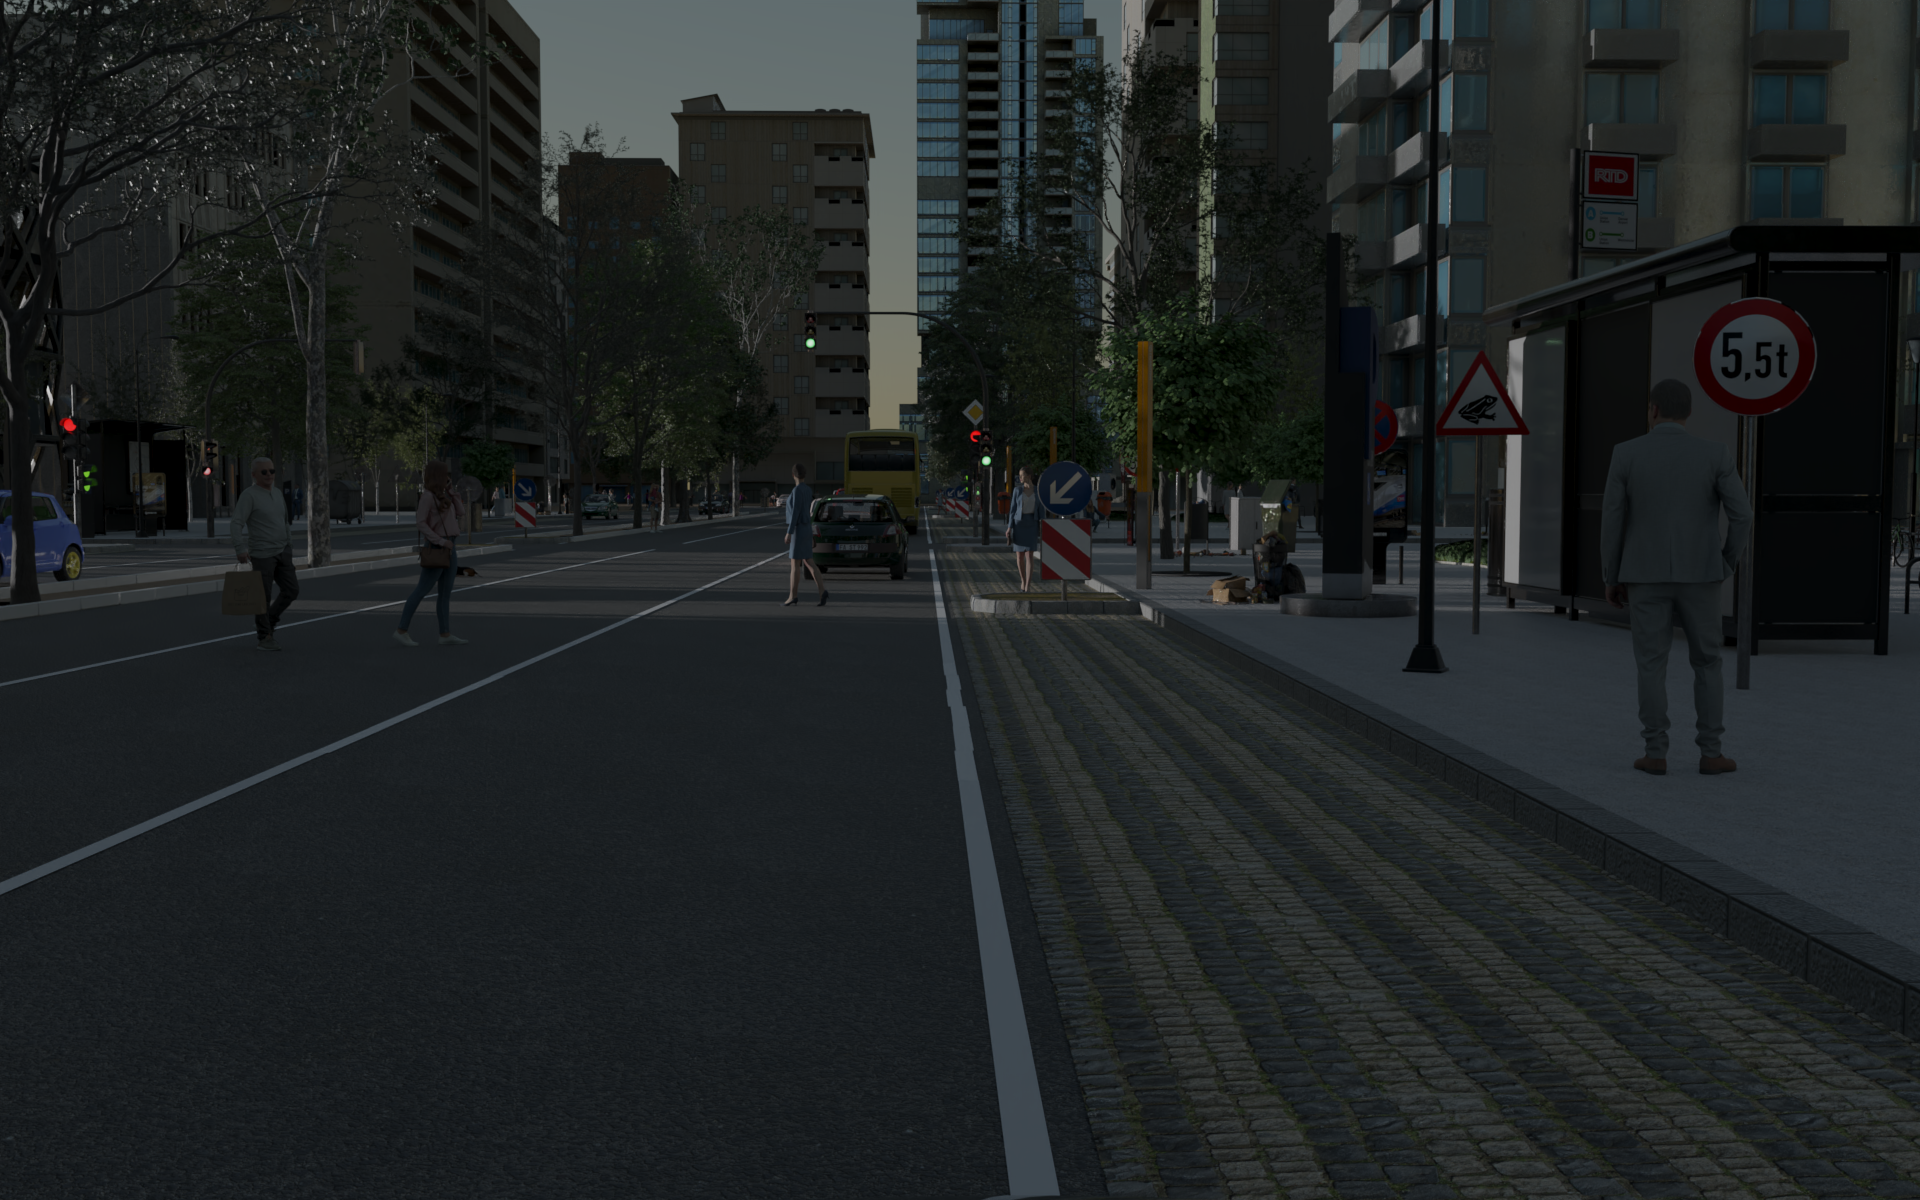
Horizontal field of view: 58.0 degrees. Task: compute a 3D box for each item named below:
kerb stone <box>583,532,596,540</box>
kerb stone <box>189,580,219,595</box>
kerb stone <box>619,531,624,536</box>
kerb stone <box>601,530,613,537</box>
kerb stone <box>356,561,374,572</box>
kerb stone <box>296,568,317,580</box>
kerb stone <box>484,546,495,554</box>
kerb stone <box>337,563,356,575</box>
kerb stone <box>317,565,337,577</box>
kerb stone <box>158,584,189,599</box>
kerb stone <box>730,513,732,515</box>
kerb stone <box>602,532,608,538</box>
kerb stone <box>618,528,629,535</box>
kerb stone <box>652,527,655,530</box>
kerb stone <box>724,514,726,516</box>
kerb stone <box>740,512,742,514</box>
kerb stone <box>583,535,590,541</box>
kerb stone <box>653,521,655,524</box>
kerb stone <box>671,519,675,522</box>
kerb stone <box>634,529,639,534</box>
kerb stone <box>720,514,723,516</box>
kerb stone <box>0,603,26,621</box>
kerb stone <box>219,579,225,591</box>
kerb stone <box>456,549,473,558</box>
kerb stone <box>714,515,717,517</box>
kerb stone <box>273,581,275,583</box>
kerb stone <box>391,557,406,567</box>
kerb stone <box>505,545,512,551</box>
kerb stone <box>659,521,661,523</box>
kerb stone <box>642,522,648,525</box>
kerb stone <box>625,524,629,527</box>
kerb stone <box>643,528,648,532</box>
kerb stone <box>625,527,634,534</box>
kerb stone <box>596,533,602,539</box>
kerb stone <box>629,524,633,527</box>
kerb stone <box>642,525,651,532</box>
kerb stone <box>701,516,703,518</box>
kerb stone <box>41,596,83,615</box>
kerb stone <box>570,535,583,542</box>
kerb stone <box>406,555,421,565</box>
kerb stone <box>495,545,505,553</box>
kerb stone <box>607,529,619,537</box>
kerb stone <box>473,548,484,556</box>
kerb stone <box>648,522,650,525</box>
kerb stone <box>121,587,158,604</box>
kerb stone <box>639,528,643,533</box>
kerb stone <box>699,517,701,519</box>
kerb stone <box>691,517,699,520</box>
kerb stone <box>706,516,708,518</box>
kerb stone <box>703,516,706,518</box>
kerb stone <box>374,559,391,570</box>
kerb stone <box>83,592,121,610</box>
[{"bbox_3d":[-11.650,-1.961,54.261,0.120,0.150,1.000,0,4,-1],"label":"kerb stone"},{"bbox_3d":[-11.005,-0.173,25.019,0.120,0.150,1.000,0,4,-1],"label":"kerb stone"},{"bbox_3d":[-11.763,-2.274,59.378,0.120,0.150,1.000,0,4,-1],"label":"kerb stone"},{"bbox_3d":[-11.706,-2.149,57.332,0.120,0.150,1.000,0,4,-1],"label":"kerb stone"},{"bbox_3d":[-11.162,-0.611,32.187,0.120,0.150,1.000,0,4,-1],"label":"kerb stone"},{"bbox_3d":[-11.097,-0.417,29.122,0.120,0.150,1.000,0,4,-1],"label":"kerb stone"},{"bbox_3d":[-11.359,-1.175,41.402,0.120,0.150,1.000,0,4,-1],"label":"kerb stone"},{"bbox_3d":[-11.147,-0.549,31.165,0.120,0.150,1.000,0,4,-1],"label":"kerb stone"},{"bbox_3d":[-11.115,-0.486,30.143,0.120,0.150,1.000,0,4,-1],"label":"kerb stone"},{"bbox_3d":[-10.983,-0.110,23.989,0.120,0.150,1.000,0,4,-1],"label":"kerb stone"},{"bbox_3d":[-15.001,-5.468,111.623,0.120,0.150,1.000,0,4,-1],"label":"kerb stone"},{"bbox_3d":[-11.690,-2.086,56.309,0.120,0.150,1.000,0,4,-1],"label":"kerb stone"},{"bbox_3d":[-11.780,-2.335,60.407,0.120,0.150,1.000,0,4,-1],"label":"kerb stone"},{"bbox_3d":[-11.910,-2.713,66.555,0.120,0.150,1.000,0,4,-1],"label":"kerb stone"},{"bbox_3d":[-14.928,-5.281,108.541,0.120,0.150,1.000,0,4,-1],"label":"kerb stone"},{"bbox_3d":[-15.126,-5.845,117.762,0.120,0.150,1.000,0,4,-1],"label":"kerb stone"},{"bbox_3d":[-11.621,-1.899,53.239,0.120,0.150,1.000,0,4,-1],"label":"kerb stone"},{"bbox_3d":[-14.303,-3.527,79.859,0.120,0.150,1.000,0,4,-1],"label":"kerb stone"},{"bbox_3d":[-14.434,-3.902,86.000,0.120,0.150,1.000,0,4,-1],"label":"kerb stone"},{"bbox_3d":[-11.816,-2.461,62.453,0.120,0.150,1.000,0,4,-1],"label":"kerb stone"},{"bbox_3d":[-14.874,-5.151,106.497,0.120,0.150,1.000,0,4,-1],"label":"kerb stone"},{"bbox_3d":[-10.896,0.142,19.872,0.120,0.150,1.000,0,4,-1],"label":"kerb stone"},{"bbox_3d":[-11.017,-0.235,26.041,0.120,0.150,1.000,0,4,-1],"label":"kerb stone"},{"bbox_3d":[-11.319,-1.047,39.353,0.120,0.150,1.000,0,4,-1],"label":"kerb stone"},{"bbox_3d":[-14.807,-4.967,103.427,0.120,0.150,1.000,0,4,-1],"label":"kerb stone"},{"bbox_3d":[-11.068,-0.360,28.100,0.120,0.150,1.000,0,4,-1],"label":"kerb stone"},{"bbox_3d":[-11.207,-0.736,34.234,0.120,0.150,1.000,0,4,-1],"label":"kerb stone"},{"bbox_3d":[-11.413,-1.300,43.445,0.120,0.150,1.000,0,4,-1],"label":"kerb stone"},{"bbox_3d":[-14.344,-3.649,81.912,0.120,0.150,1.000,0,4,-1],"label":"kerb stone"},{"bbox_3d":[-14.249,-3.396,77.815,0.120,0.150,1.000,0,4,-1],"label":"kerb stone"},{"bbox_3d":[-14.143,-3.087,72.663,0.120,0.150,1.000,0,4,-1],"label":"kerb stone"},{"bbox_3d":[-11.871,-2.582,64.502,0.120,0.150,1.000,0,4,-1],"label":"kerb stone"},{"bbox_3d":[-11.796,-2.400,61.431,0.120,0.150,1.000,0,4,-1],"label":"kerb stone"},{"bbox_3d":[-11.664,-2.023,55.287,0.120,0.150,1.000,0,4,-1],"label":"kerb stone"},{"bbox_3d":[-14.163,-3.150,73.697,0.120,0.150,1.000,0,4,-1],"label":"kerb stone"},{"bbox_3d":[-11.894,-2.648,65.525,0.120,0.150,1.000,0,4,-1],"label":"kerb stone"},{"bbox_3d":[-14.684,-4.592,97.276,0.120,0.150,1.000,0,4,-1],"label":"kerb stone"},{"bbox_3d":[-10.918,0.079,20.902,0.120,0.150,1.000,0,4,-1],"label":"kerb stone"},{"bbox_3d":[-11.595,-1.836,52.217,0.120,0.150,1.000,0,4,-1],"label":"kerb stone"},{"bbox_3d":[-11.230,-0.798,35.256,0.120,0.150,1.000,0,4,-1],"label":"kerb stone"},{"bbox_3d":[-11.387,-1.237,42.423,0.120,0.150,1.000,0,4,-1],"label":"kerb stone"},{"bbox_3d":[-11.731,-2.212,58.356,0.120,0.150,1.000,0,4,-1],"label":"kerb stone"},{"bbox_3d":[-11.341,-1.109,40.375,0.120,0.150,1.000,0,4,-1],"label":"kerb stone"},{"bbox_3d":[-14.277,-3.464,78.837,0.120,0.150,1.000,0,4,-1],"label":"kerb stone"},{"bbox_3d":[-10.957,-0.047,22.968,0.120,0.150,1.000,0,4,-1],"label":"kerb stone"},{"bbox_3d":[-11.839,-2.525,63.478,0.120,0.150,1.000,0,4,-1],"label":"kerb stone"},{"bbox_3d":[-14.660,-4.529,96.253,0.120,0.150,1.000,0,4,-1],"label":"kerb stone"},{"bbox_3d":[-14.634,-4.467,95.231,0.120,0.150,1.000,0,4,-1],"label":"kerb stone"},{"bbox_3d":[-14.723,-4.715,99.327,0.120,0.150,1.000,0,4,-1],"label":"kerb stone"},{"bbox_3d":[-14.705,-4.648,98.305,0.120,0.150,1.000,0,4,-1],"label":"kerb stone"},{"bbox_3d":[-11.181,-0.667,33.209,0.120,0.150,1.000,0,4,-1],"label":"kerb stone"},{"bbox_3d":[-10.946,0.016,21.934,0.120,0.150,1.000,0,4,-1],"label":"kerb stone"}]
